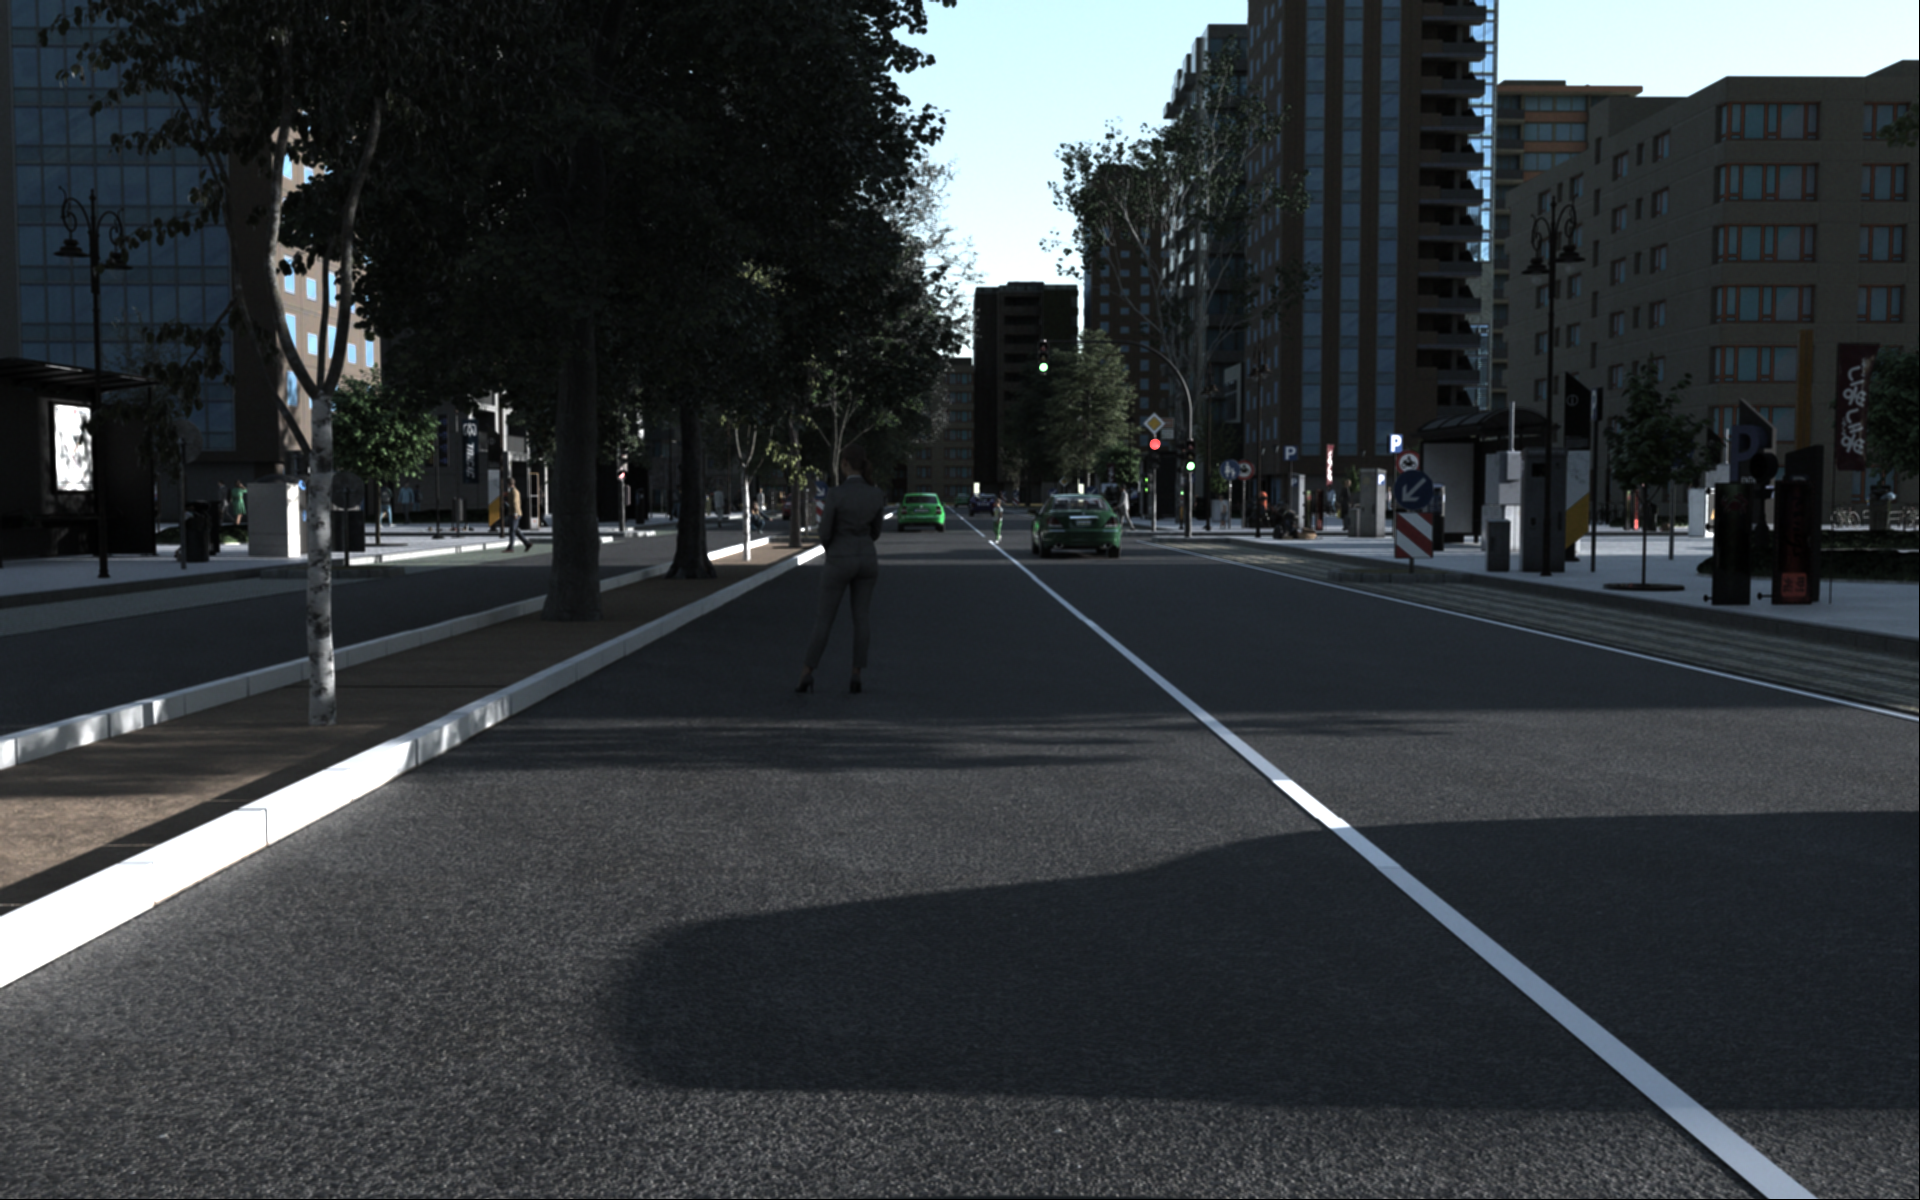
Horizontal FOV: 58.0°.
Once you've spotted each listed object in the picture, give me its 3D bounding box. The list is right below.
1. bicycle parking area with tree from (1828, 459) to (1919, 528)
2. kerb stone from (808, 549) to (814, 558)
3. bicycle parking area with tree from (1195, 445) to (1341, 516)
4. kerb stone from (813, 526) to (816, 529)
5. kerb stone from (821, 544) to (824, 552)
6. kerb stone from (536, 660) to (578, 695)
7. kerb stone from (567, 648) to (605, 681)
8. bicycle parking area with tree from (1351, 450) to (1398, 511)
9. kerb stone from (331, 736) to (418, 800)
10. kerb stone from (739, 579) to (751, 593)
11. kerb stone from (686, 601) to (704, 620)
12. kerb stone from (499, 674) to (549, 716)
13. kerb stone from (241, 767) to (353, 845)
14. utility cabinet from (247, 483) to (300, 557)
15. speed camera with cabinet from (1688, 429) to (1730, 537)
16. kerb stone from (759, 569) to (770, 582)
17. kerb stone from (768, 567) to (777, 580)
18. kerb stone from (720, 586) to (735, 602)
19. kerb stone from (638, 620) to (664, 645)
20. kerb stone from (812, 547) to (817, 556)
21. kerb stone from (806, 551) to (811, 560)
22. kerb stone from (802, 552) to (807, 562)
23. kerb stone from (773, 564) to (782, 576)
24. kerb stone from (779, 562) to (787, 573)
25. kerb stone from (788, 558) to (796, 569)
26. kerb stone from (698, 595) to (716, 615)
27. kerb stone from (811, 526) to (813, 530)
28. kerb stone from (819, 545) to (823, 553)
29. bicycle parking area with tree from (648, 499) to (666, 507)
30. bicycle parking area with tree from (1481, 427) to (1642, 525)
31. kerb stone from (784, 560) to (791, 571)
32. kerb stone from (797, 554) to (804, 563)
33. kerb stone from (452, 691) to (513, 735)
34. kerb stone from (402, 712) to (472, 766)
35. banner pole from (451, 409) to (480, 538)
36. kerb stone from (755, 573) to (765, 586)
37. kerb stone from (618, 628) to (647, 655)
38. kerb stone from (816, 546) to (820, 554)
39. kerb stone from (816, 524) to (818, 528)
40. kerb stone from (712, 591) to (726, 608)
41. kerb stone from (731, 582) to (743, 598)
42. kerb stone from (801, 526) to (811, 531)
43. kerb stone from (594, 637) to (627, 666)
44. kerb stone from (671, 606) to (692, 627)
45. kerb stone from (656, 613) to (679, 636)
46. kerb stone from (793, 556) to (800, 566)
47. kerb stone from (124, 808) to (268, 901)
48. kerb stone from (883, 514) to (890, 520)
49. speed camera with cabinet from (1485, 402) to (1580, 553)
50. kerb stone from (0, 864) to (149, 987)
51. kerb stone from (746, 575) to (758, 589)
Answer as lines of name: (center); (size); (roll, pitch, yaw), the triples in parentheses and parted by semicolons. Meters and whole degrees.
bicycle parking area with tree: (38.017, -4.840, 66.134); (9.016, 4.147, 8.231); (-3, 4, -38)
kerb stone: (-3.376, -0.983, 38.275); (0.120, 0.150, 1.000); (0, 4, -1)
bicycle parking area with tree: (18.316, -7.150, 103.908); (9.016, 4.147, 8.231); (1, 4, 14)
kerb stone: (-5.979, -2.899, 69.591); (0.120, 0.150, 1.000); (0, 4, -1)
kerb stone: (-3.438, -1.234, 42.375); (0.120, 0.150, 1.000); (0, 4, -1)
kerb stone: (-2.975, 0.582, 12.676); (0.120, 0.150, 1.000); (0, 4, -1)
kerb stone: (-2.990, 0.519, 13.712); (0.120, 0.150, 1.000); (0, 4, -1)
bicycle parking area with tree: (23.916, -7.759, 113.859); (9.016, 4.147, 8.231); (-3, 5, -39)
kerb stone: (-2.907, 0.833, 8.584); (0.120, 0.150, 1.000); (0, 4, -1)
kerb stone: (-3.168, -0.169, 24.964); (0.120, 0.150, 1.000); (0, 4, -1)
kerb stone: (-3.089, 0.144, 19.853); (0.120, 0.150, 1.000); (0, 4, -1)
kerb stone: (-2.953, 0.645, 11.650); (0.120, 0.150, 1.000); (0, 4, -1)
kerb stone: (-2.891, 0.895, 7.562); (0.120, 0.150, 1.000); (0, 4, -1)
utility cabinet: (-13.850, -1.607, 34.958); (1.173, 1.500, 0.318); (2, 4, 29)
speed camera with cabinet: (22.732, -3.526, 51.979); (2.038, 3.252, 0.660); (-2, 4, -34)
kerb stone: (-3.219, -0.357, 28.035); (0.120, 0.150, 1.000); (0, 4, -1)
kerb stone: (-3.227, -0.413, 29.061); (0.120, 0.150, 1.000); (0, 4, -1)
kerb stone: (-3.134, -0.044, 22.919); (0.120, 0.150, 1.000); (0, 4, -1)
kerb stone: (-3.036, 0.331, 16.787); (0.120, 0.150, 1.000); (0, 4, -1)
kerb stone: (-3.394, -1.044, 39.297); (0.120, 0.150, 1.000); (0, 4, -1)
kerb stone: (-3.357, -0.916, 37.254); (0.120, 0.150, 1.000); (0, 4, -1)
kerb stone: (-3.346, -0.854, 36.224); (0.120, 0.150, 1.000); (0, 4, -1)
kerb stone: (-3.244, -0.482, 30.083); (0.120, 0.150, 1.000); (0, 4, -1)
kerb stone: (-3.261, -0.545, 31.108); (0.120, 0.150, 1.000); (0, 4, -1)
kerb stone: (-3.294, -0.671, 33.159); (0.120, 0.150, 1.000); (0, 4, -1)
kerb stone: (-3.098, 0.081, 20.875); (0.120, 0.150, 1.000); (0, 4, -1)
kerb stone: (-5.940, -2.771, 67.534); (0.120, 0.150, 1.000); (0, 4, -1)
kerb stone: (-3.420, -1.170, 41.349); (0.120, 0.150, 1.000); (0, 4, -1)
bicycle parking area with tree: (-25.464, -8.503, 126.019); (9.016, 4.147, 8.231); (2, 4, 26)
bicycle parking area with tree: (25.296, -5.380, 74.962); (8.231, 4.147, 9.016); (2, 4, 25)
kerb stone: (-3.283, -0.608, 32.130); (0.120, 0.150, 1.000); (0, 4, -1)
kerb stone: (-3.326, -0.796, 35.202); (0.120, 0.150, 1.000); (0, 4, -1)
kerb stone: (-2.942, 0.708, 10.628); (0.120, 0.150, 1.000); (0, 4, -1)
kerb stone: (-2.918, 0.773, 9.606); (0.120, 0.150, 1.000); (0, 4, -1)
banner pole: (-14.547, -3.725, 50.914); (0.863, 3.779, 0.401); (-1, 4, -21)
kerb stone: (-3.197, -0.289, 27.008); (0.120, 0.150, 1.000); (0, 4, -1)
kerb stone: (-3.018, 0.393, 15.764); (0.120, 0.150, 1.000); (0, 4, -1)
kerb stone: (-3.410, -1.109, 40.323); (0.120, 0.150, 1.000); (0, 4, -1)
kerb stone: (-5.986, -2.961, 70.613); (0.120, 0.150, 1.000); (0, 4, -1)
kerb stone: (-3.112, 0.021, 21.897); (0.120, 0.150, 1.000); (0, 4, -1)
kerb stone: (-3.147, -0.107, 23.943); (0.120, 0.150, 1.000); (0, 4, -1)
kerb stone: (-5.924, -2.710, 66.503); (0.120, 0.150, 1.000); (0, 4, -1)
kerb stone: (-3.007, 0.456, 14.733); (0.120, 0.150, 1.000); (0, 4, -1)
kerb stone: (-3.072, 0.206, 18.831); (0.120, 0.150, 1.000); (0, 4, -1)
kerb stone: (-3.049, 0.268, 17.809); (0.120, 0.150, 1.000); (0, 4, -1)
kerb stone: (-3.310, -0.733, 34.180); (0.120, 0.150, 1.000); (0, 4, -1)
kerb stone: (-2.877, 0.959, 6.539); (0.120, 0.150, 1.000); (0, 4, -1)
kerb stone: (-4.430, -5.033, 104.481); (0.120, 0.150, 1.000); (0, 4, -1)
speed camera with cabinet: (12.447, -2.647, 37.609); (2.038, 3.252, 0.660); (-1, 4, -16)
kerb stone: (-2.857, 1.020, 5.517); (0.120, 0.150, 1.000); (0, 4, -1)
kerb stone: (-3.183, -0.232, 25.986); (0.120, 0.150, 1.000); (0, 4, -1)
